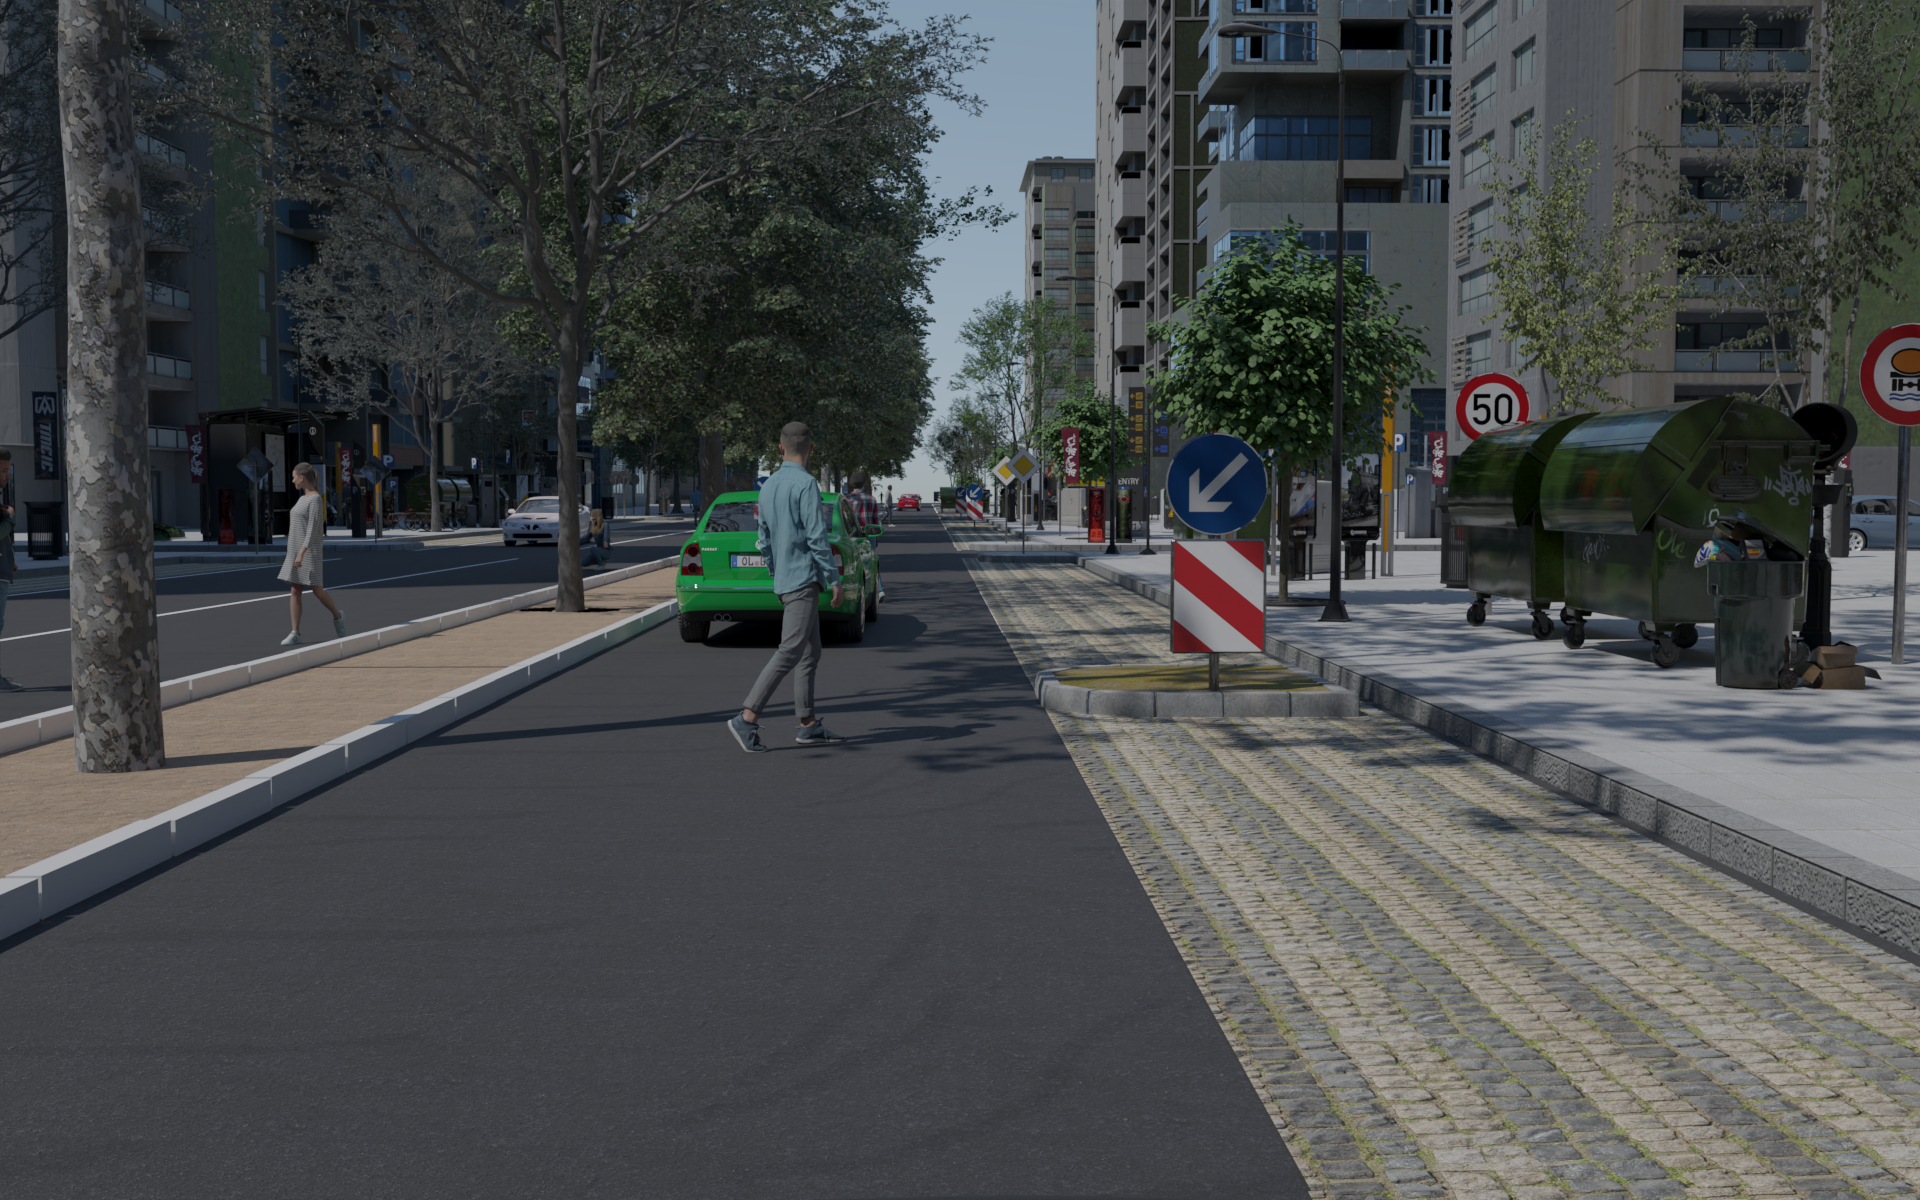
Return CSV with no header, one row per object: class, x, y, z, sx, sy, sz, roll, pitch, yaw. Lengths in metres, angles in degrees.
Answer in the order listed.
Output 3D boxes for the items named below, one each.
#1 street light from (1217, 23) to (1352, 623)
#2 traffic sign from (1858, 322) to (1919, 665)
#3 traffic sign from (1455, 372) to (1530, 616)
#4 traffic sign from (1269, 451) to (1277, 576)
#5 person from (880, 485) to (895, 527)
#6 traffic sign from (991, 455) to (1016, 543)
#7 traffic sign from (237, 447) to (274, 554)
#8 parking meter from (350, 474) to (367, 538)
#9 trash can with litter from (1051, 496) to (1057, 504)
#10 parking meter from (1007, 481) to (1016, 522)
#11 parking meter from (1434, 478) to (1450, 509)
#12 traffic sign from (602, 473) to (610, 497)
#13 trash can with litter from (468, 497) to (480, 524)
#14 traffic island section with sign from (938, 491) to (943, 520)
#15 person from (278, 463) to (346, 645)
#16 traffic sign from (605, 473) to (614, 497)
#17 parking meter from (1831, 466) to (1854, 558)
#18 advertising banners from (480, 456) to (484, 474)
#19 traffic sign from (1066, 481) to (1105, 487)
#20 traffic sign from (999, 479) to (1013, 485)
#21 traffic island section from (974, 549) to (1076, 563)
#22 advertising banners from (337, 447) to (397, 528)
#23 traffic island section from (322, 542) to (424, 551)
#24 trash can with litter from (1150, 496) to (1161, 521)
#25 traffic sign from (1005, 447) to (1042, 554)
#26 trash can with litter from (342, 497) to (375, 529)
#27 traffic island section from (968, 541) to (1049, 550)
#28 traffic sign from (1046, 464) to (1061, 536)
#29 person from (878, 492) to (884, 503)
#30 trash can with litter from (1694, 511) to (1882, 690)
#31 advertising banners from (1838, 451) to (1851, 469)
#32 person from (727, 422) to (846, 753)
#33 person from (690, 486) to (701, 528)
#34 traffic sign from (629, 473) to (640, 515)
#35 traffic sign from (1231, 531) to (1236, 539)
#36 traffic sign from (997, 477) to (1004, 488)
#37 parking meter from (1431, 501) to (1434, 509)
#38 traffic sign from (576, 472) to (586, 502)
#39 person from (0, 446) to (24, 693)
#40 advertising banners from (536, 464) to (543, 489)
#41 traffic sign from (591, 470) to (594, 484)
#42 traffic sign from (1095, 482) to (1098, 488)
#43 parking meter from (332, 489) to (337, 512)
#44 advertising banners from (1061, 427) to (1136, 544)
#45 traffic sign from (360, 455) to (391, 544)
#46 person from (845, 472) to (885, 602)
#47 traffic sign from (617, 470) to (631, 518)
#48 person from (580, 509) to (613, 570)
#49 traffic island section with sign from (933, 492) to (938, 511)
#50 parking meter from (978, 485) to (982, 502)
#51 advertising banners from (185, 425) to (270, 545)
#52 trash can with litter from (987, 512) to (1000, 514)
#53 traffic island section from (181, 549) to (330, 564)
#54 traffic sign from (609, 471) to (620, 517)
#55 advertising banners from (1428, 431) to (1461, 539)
street light,3.241,-2.737,17.287,1.470,5.913,1.316,0,4,-1
traffic sign,7.063,-0.787,12.974,0.768,2.556,0.104,0,4,0
traffic sign,5.585,-1.109,18.244,0.768,2.556,0.104,1,4,8
traffic sign,4.929,-1.655,27.168,0.768,2.556,0.104,0,4,1
person,-3.226,-4.159,76.344,0.795,1.843,0.661,0,4,3
traffic sign,1.206,-2.538,45.131,0.795,2.450,0.064,0,4,-1
traffic sign,-14.980,-2.031,36.852,0.795,2.450,0.064,0,4,-1
parking meter,-17.609,-2.753,50.730,0.399,1.863,0.255,1,4,23
trash can with litter,4.852,-5.150,95.583,1.055,1.170,0.624,0,4,-5
parking meter,2.317,-4.485,79.040,0.399,1.863,0.255,-3,4,-37
parking meter,15.686,-3.084,56.131,0.399,1.863,0.255,-1,4,-9
traffic sign,-21.671,-6.515,106.631,0.768,2.556,0.104,0,4,2
trash can with litter,-20.969,-3.899,75.142,0.624,1.170,1.055,0,4,-6
traffic island section with sign,-0.065,-5.286,95.049,1.989,1.847,2.006,0,4,-1
person,-6.264,-0.454,16.676,0.466,1.731,0.760,1,4,17
traffic sign,-21.388,-6.496,106.316,0.768,2.556,0.104,0,4,2
parking meter,17.726,-1.785,34.903,0.255,1.863,0.399,-2,4,-31
advertising banners,-21.852,-5.125,79.979,0.090,3.025,2.074,0,4,1
traffic sign,4.664,-3.907,57.759,2.265,3.308,0.079,0,4,8
traffic sign,2.525,-5.778,94.576,0.768,2.556,0.104,0,4,7
traffic island section,1.385,-0.914,37.225,2.009,0.180,2.903,0,4,-1
advertising banners,-22.284,-4.216,65.125,2.074,3.025,0.090,-1,4,-15
traffic island section,-15.159,-1.383,44.896,2.009,0.180,2.903,0,4,-1
trash can with litter,9.562,-4.439,83.636,1.678,1.210,2.233,-2,4,-30
traffic sign,1.361,-2.049,37.148,0.795,2.450,0.064,0,4,-1
trash can with litter,-22.047,-3.185,63.465,1.055,1.170,0.624,-3,5,-44
traffic island section,1.229,-1.402,45.209,2.009,0.180,2.903,0,4,-1
traffic sign,3.044,-3.220,52.649,0.884,2.594,0.081,0,4,5
person,-12.264,-15.990,269.963,1.348,1.821,0.705,3,5,42
trash can with litter,5.512,-0.010,11.547,1.055,1.170,0.624,0,4,0
advertising banners,24.235,-3.220,48.835,0.090,3.025,2.074,-2,4,-24
person,-0.994,-0.088,9.808,0.748,1.841,0.638,-1,4,-23
person,-10.982,-3.892,72.474,0.601,1.785,0.444,1,4,13
traffic sign,-20.076,-6.507,106.495,0.768,2.556,0.104,0,4,2
traffic sign,4.329,-1.667,27.366,0.768,2.556,0.104,0,4,7
traffic sign,2.391,-5.793,94.820,0.768,2.556,0.104,0,4,0
parking meter,17.274,-3.490,62.774,0.255,1.863,0.399,0,4,-7
traffic sign,-17.543,-4.759,79.936,0.606,2.300,0.079,0,4,2
person,-7.001,-0.219,12.420,0.623,1.781,0.721,2,4,33
advertising banners,-24.265,-6.500,102.458,0.090,3.025,2.074,3,4,37
traffic sign,-19.563,-5.581,91.349,0.768,2.556,0.104,0,4,4
traffic sign,4.283,-3.324,54.455,0.768,2.556,0.104,1,4,8
parking meter,-25.504,-3.825,70.948,0.372,1.533,0.369,0,3,0
advertising banners,3.600,-3.000,45.235,2.074,3.025,0.090,2,4,24
traffic sign,-15.136,-2.519,44.835,0.795,2.450,0.064,0,4,-1
person,-1.300,-0.828,22.872,0.563,1.720,0.643,-2,4,-30
traffic sign,-18.105,-5.705,93.386,0.768,2.556,0.104,0,4,2
person,-6.832,-1.137,32.587,0.738,1.151,1.012,-3,5,-45
traffic island section with sign,-1.025,-8.284,144.069,1.989,1.847,2.006,0,4,-1
parking meter,1.358,-6.742,115.946,0.255,1.863,0.399,0,4,5
advertising banners,-18.485,-2.905,43.678,2.074,3.025,0.090,0,4,1
trash can with litter,2.443,-6.048,109.942,2.233,1.210,1.678,0,4,1
traffic island section,-15.004,-0.895,36.913,2.009,0.180,2.903,0,4,-1
traffic sign,-18.858,-5.803,94.985,0.768,2.556,0.104,0,4,7
advertising banners,13.931,-3.152,47.718,2.074,3.025,0.090,1,4,9
